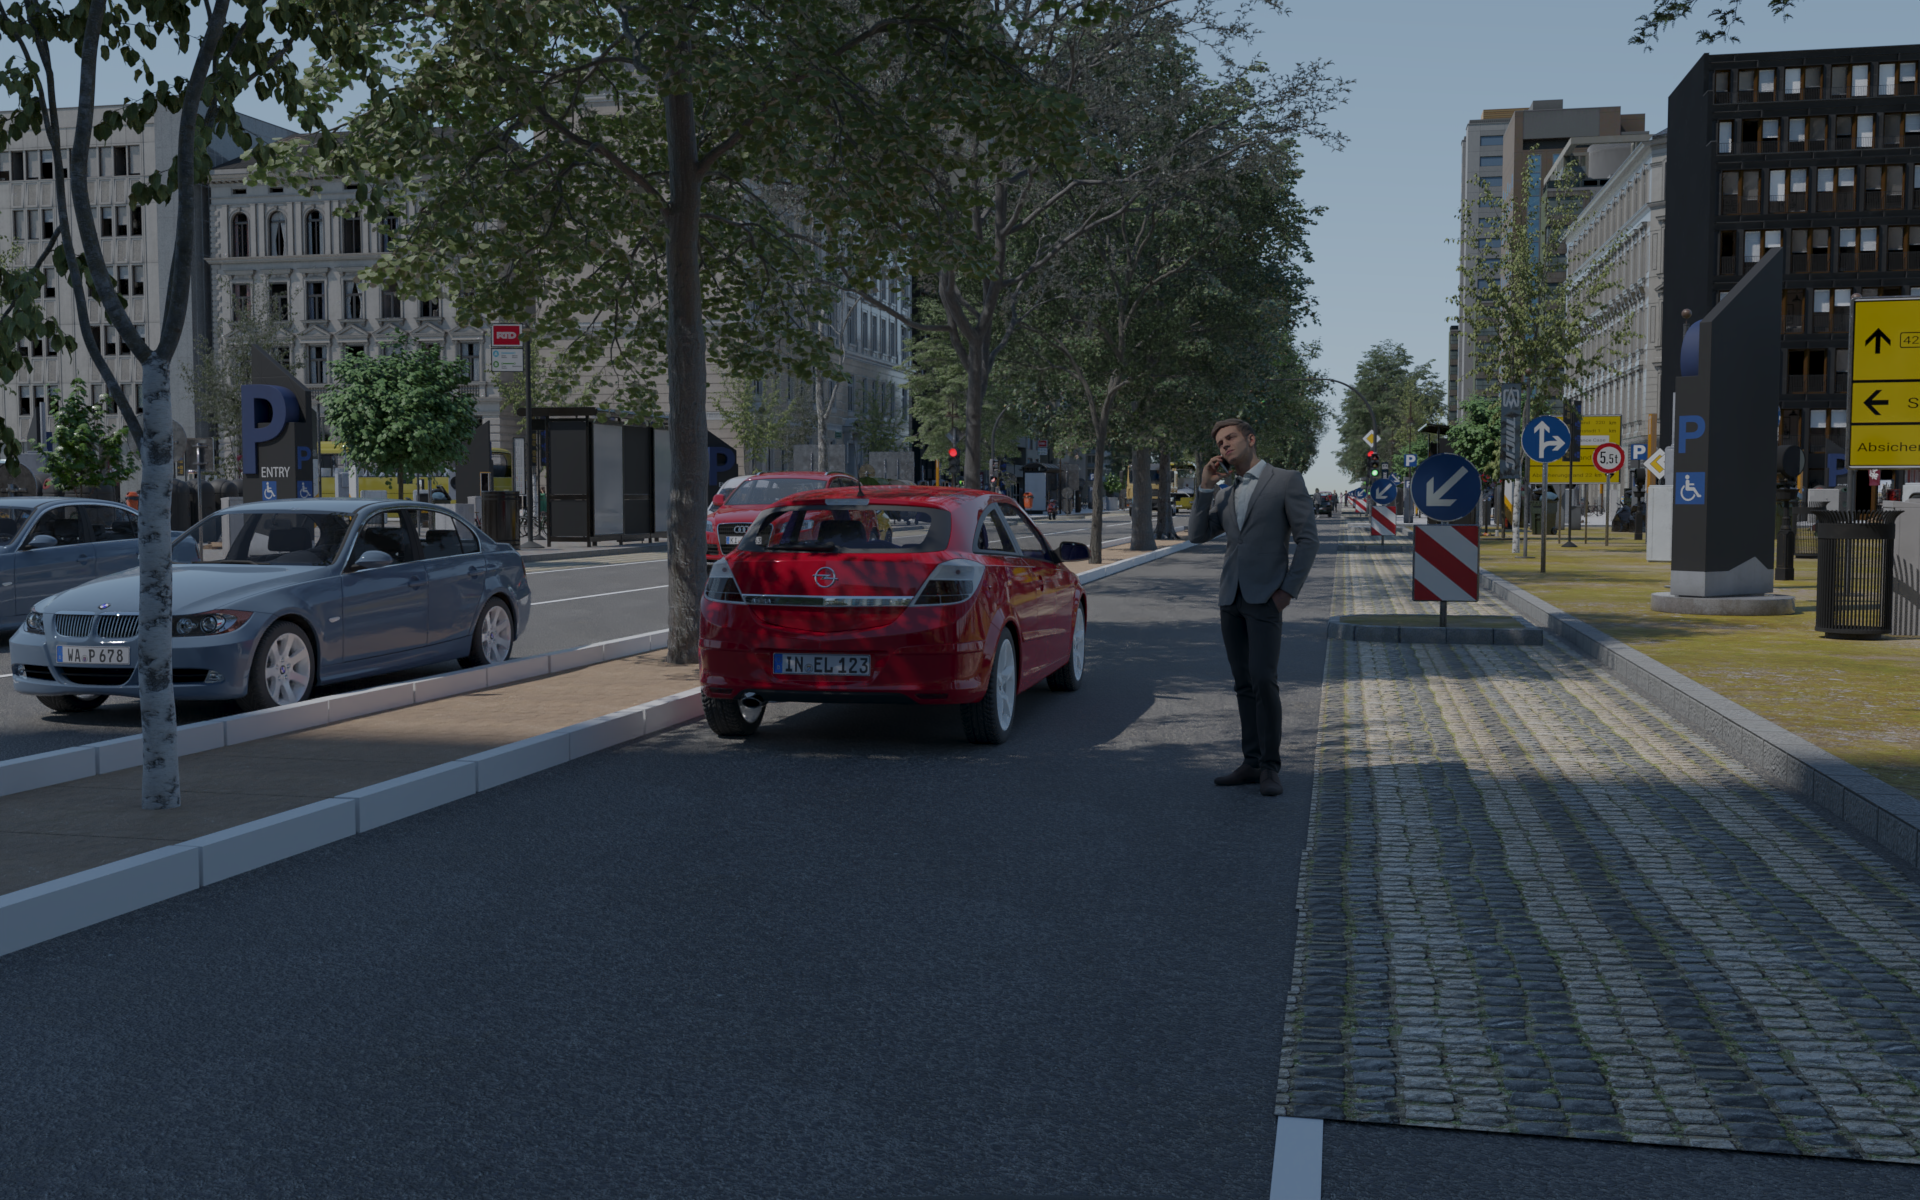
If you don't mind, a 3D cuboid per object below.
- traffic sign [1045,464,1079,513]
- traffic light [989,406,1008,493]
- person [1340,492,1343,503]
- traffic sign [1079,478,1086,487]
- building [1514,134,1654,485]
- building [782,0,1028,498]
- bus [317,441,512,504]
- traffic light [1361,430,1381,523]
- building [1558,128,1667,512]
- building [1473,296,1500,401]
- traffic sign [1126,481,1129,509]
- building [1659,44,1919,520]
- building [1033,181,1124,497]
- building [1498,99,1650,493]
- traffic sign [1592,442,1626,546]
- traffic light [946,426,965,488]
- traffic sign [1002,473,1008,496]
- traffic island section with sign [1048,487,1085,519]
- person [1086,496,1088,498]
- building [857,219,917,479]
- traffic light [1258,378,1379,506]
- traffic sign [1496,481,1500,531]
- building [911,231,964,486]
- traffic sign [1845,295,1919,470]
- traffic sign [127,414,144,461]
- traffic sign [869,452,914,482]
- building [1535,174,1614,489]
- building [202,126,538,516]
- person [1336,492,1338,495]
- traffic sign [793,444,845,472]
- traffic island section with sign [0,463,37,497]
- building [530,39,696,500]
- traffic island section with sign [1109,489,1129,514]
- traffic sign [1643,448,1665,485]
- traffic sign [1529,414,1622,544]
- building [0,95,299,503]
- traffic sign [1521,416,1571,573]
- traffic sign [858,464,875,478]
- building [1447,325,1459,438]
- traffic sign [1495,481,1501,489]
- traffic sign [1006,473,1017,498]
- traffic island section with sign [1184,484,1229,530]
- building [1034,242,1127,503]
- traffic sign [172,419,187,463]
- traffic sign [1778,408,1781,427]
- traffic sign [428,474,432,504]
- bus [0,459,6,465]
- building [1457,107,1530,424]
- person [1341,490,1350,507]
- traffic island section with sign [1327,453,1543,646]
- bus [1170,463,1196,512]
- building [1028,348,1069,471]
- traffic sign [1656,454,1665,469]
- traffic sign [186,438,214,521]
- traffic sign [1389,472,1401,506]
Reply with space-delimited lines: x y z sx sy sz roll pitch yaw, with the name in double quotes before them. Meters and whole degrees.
"traffic sign" 6.799 -7.439 115.495 2.265 3.308 0.079 1 4 13
"traffic light" 3.584 -6.358 78.628 4.771 5.953 1.251 1 4 12
"person" 60.501 -16.250 274.863 0.551 1.740 0.621 1 4 12
"traffic sign" 9.639 -8.446 138.196 0.768 2.556 0.104 1 4 17
"building" 73.477 -29.647 176.603 32.217 40.220 23.993 1 4 12
"building" -5.754 -33.292 168.027 21.300 48.544 21.600 1 4 12
"bus" -27.151 -5.482 81.177 12.252 3.916 2.896 1 4 13
"traffic light" 17.892 -5.292 75.451 0.839 4.253 0.868 1 4 12
"building" 53.568 -21.131 121.913 17.030 29.872 44.131 1 4 12
"building" 81.287 -29.281 250.438 14.160 30.474 14.107 1 4 12
"traffic sign" 14.939 -9.366 153.238 0.768 2.556 0.104 1 4 19
"building" 45.874 -15.897 89.595 15.834 23.373 12.332 1 4 12
"building" 17.901 -42.886 290.421 28.713 52.752 27.495 1 4 12
"building" 69.218 -33.443 196.908 14.600 45.320 14.200 1 4 12
"traffic sign" 15.983 -2.606 42.721 0.768 2.556 0.104 1 4 16
"traffic light" -0.204 -5.035 71.249 0.839 4.253 0.868 1 4 12
"traffic sign" 2.877 -6.425 105.160 0.768 2.556 0.104 1 4 21
"traffic island section with sign" 6.210 -5.618 100.488 1.989 1.847 2.006 1 4 12
"person" 17.534 -13.906 235.996 0.705 1.807 1.348 2 4 26
"building" -11.812 -20.821 126.325 13.634 28.700 20.117 1 4 12
"traffic light" 14.104 -5.706 67.965 4.771 5.953 1.251 1 4 12
"traffic sign" 17.152 -3.369 55.190 0.768 2.556 0.104 1 4 17
"building" -7.387 -19.242 144.291 12.332 23.373 15.834 1 4 12
"traffic sign" 10.285 -1.456 17.682 2.265 3.308 0.079 1 4 17
"traffic sign" -12.849 -1.666 27.338 0.768 2.556 0.104 1 4 19
"traffic sign" -3.296 -5.459 83.135 2.265 3.308 0.079 1 4 16
"building" 60.647 -23.765 160.258 14.160 30.474 14.107 1 4 12
"building" -34.493 -16.956 106.117 19.941 23.489 11.050 1 4 12
"person" 63.660 -17.345 293.013 0.541 1.710 0.530 2 4 30
"traffic sign" -5.771 -4.710 70.882 2.265 3.308 0.079 1 4 17
"traffic island section with sign" -11.543 -0.713 20.292 1.989 1.847 2.006 1 4 12
"building" -15.896 -19.604 106.426 13.634 28.700 20.117 1 4 12
"traffic island section with sign" 12.036 -7.228 126.808 1.989 1.847 2.006 1 4 12
"traffic sign" 17.503 -2.580 43.375 0.795 2.450 0.064 1 4 18
"traffic sign" 15.775 -3.096 44.498 2.265 3.308 0.079 1 4 14
"building" -54.007 -17.907 110.801 19.932 24.808 12.078 1 4 12
"traffic sign" 9.528 -1.720 28.222 0.768 2.556 0.104 1 4 17
"traffic sign" -3.933 -4.457 72.981 0.768 2.556 0.104 1 4 18
"building" 89.578 -31.875 292.851 14.160 30.474 14.107 1 4 12
"traffic sign" 26.834 -5.302 86.788 0.768 2.556 0.104 1 4 22
"traffic sign" 3.013 -6.342 103.802 0.768 2.556 0.104 1 4 15
"traffic island section with sign" 10.057 -3.745 69.361 2.006 1.907 1.989 1 4 12
"building" 10.321 -35.110 265.931 32.217 40.220 23.993 1 4 12
"traffic sign" -13.360 -1.778 29.173 0.768 2.556 0.104 1 4 14
"traffic sign" 9.103 -1.227 20.168 0.768 2.556 0.104 1 4 22
"traffic sign" -12.080 -2.408 39.473 0.768 2.556 0.104 1 4 18
"bus" -52.481 -5.601 86.433 13.247 3.499 2.948 1 4 11
"building" 88.614 -44.516 269.842 21.231 58.520 28.212 1 4 12
"person" 42.622 -11.204 191.310 1.348 1.869 0.705 -1 4 -19
"traffic island section with sign" 4.717 -0.536 17.387 1.989 1.847 2.006 1 4 12
"bus" 17.125 -8.636 132.748 2.896 3.916 12.252 1 4 11
"building" -3.646 -21.355 194.197 27.650 21.520 28.899 1 4 12
"traffic sign" 16.776 -2.419 40.730 0.795 2.450 0.064 1 4 19
"traffic sign" -13.820 -1.796 31.500 0.606 2.300 0.079 1 4 18
"traffic sign" 24.551 -5.965 97.631 0.768 2.556 0.104 1 4 15
